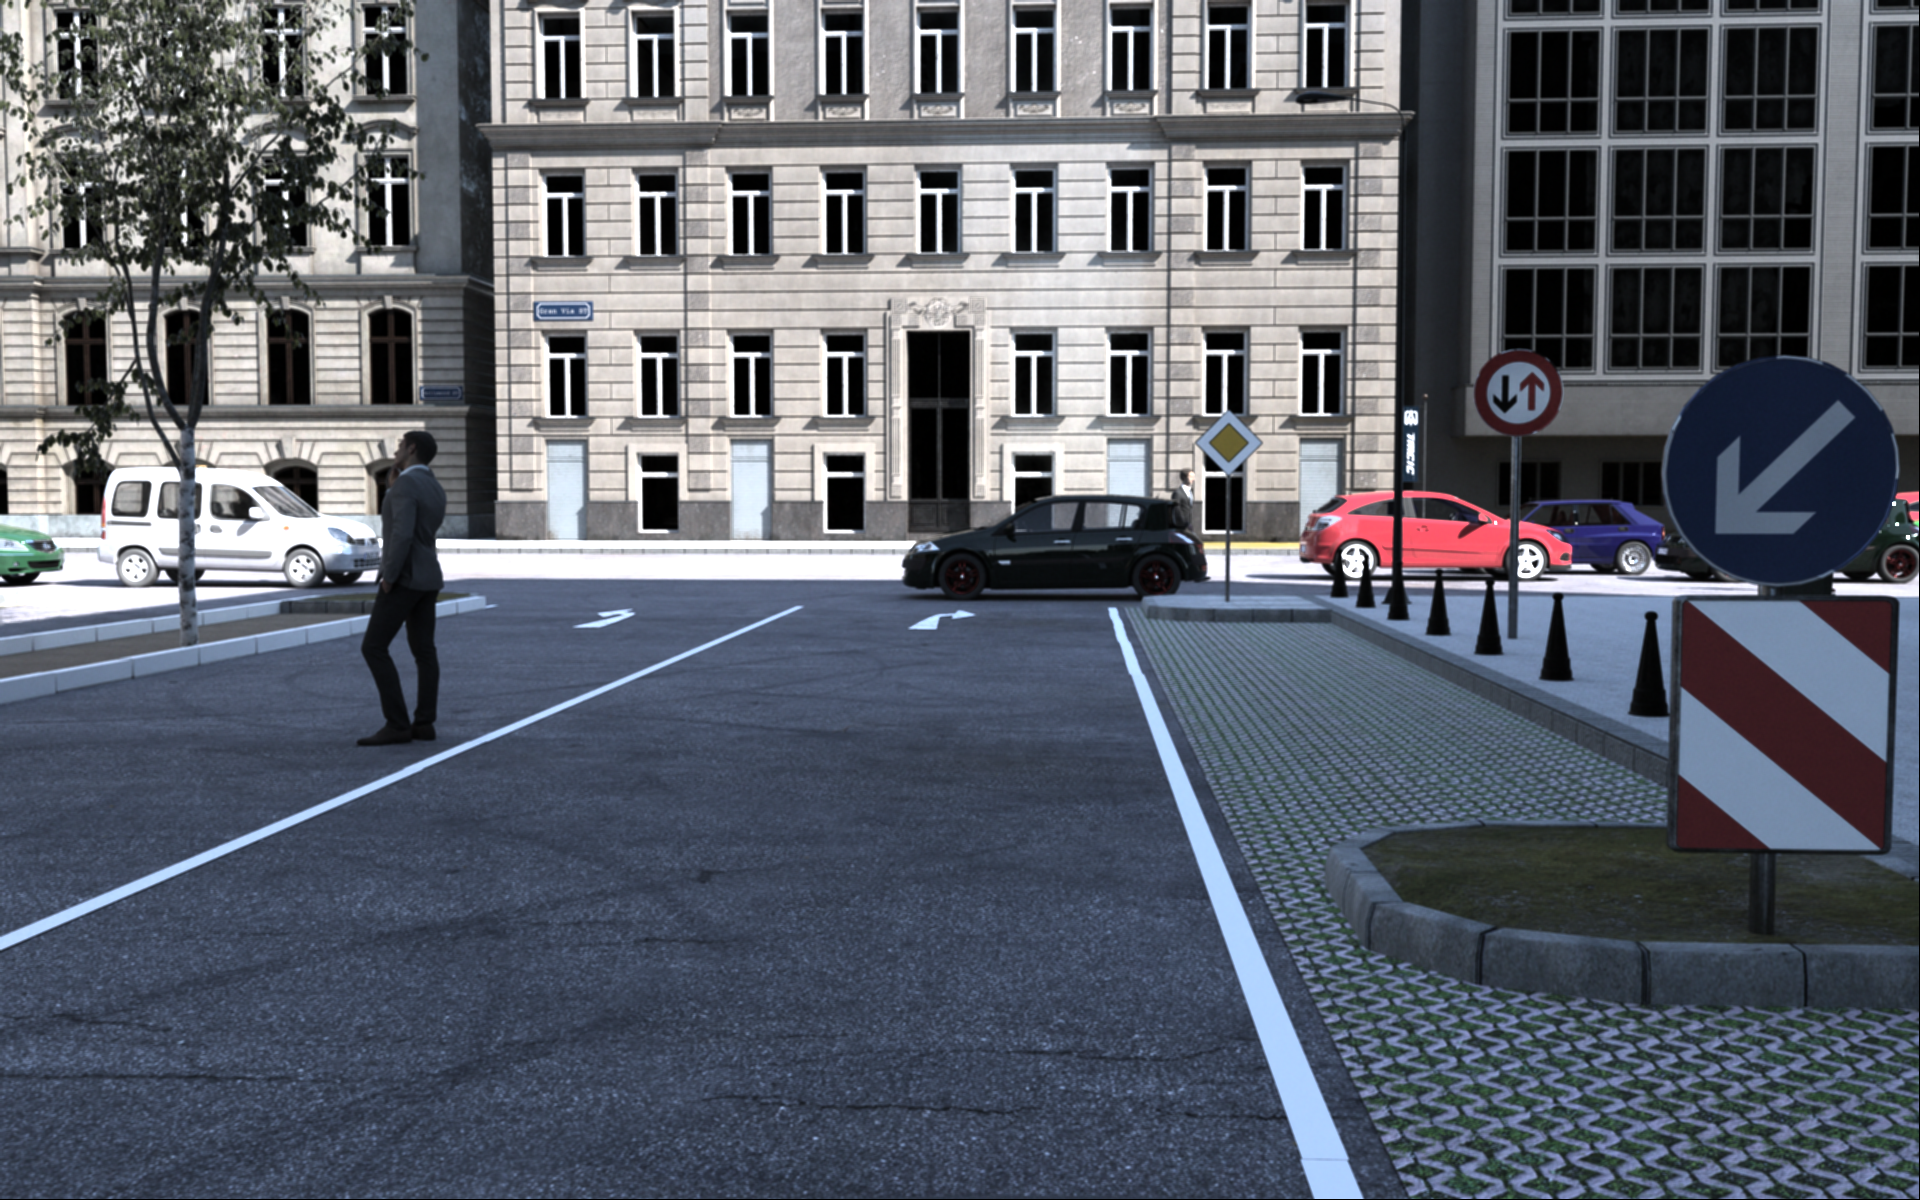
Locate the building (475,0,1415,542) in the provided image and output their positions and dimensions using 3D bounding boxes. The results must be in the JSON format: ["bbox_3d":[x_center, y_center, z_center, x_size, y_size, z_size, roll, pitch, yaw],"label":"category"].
[{"bbox_3d":[-0.232,-15.538,51.318,25.104,27.353,12.463,0,4,4],"label":"building"}]

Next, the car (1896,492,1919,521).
[{"bbox_3d":[20.409,-1.608,35.337,4.494,1.783,2.155,0,4,5],"label":"car"}]

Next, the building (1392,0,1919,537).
[{"bbox_3d":[24.405,-15.726,50.622,24.014,27.812,14.314,0,4,4],"label":"building"}]

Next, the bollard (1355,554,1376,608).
[{"bbox_3d":[4.601,-0.219,19.627,0.229,0.601,0.229,0,3,0],"label":"bollard"}]

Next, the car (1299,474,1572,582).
[{"bbox_3d":[8.021,-1.235,29.237,4.494,1.783,2.155,0,4,4],"label":"car"}]

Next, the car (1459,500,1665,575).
[{"bbox_3d":[10.619,-1.151,31.392,3.894,1.354,1.945,0,4,3],"label":"car"}]

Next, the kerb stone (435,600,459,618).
[{"bbox_3d":[-6.094,0.125,20.152,0.120,0.150,1.000,0,4,4],"label":"kerb stone"}]

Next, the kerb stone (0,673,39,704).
[{"bbox_3d":[-6.595,0.626,11.957,0.120,0.150,1.000,0,4,4],"label":"kerb stone"}]

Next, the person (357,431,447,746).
[{"bbox_3d":[-3.228,-0.083,10.042,0.473,1.802,0.592,1,4,22],"label":"person"}]

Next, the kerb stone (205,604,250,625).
[{"bbox_3d":[-8.240,0.177,19.306,0.120,0.150,1.000,0,4,4],"label":"kerb stone"}]

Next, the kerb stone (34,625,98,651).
[{"bbox_3d":[-8.440,0.365,16.234,0.120,0.150,1.000,0,4,4],"label":"kerb stone"}]

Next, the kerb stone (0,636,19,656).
[{"bbox_3d":[-8.505,0.428,15.202,0.120,0.150,1.000,0,4,4],"label":"kerb stone"}]

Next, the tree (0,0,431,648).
[{"bbox_3d":[-7.044,-3.852,15.806,4.360,8.622,3.978,0,3,0],"label":"tree"}]

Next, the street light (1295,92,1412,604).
[{"bbox_3d":[4.573,-2.911,20.139,1.470,5.913,1.316,0,4,4],"label":"street light"}]

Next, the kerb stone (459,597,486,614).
[{"bbox_3d":[-6.025,0.062,21.180,0.120,0.150,1.000,0,4,4],"label":"kerb stone"}]

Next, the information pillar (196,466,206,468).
[{"bbox_3d":[-19.727,-2.471,44.894,0.304,2.012,0.304,0,4,3],"label":"information pillar"}]

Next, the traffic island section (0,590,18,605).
[{"bbox_3d":[-13.303,0.037,21.675,2.009,0.180,2.903,0,4,4],"label":"traffic island section"}]

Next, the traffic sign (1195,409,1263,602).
[{"bbox_3d":[3.183,-1.035,20.572,0.795,2.450,0.064,0,4,4],"label":"traffic sign"}]

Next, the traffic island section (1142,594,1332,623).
[{"bbox_3d":[3.207,0.100,20.648,2.009,0.180,2.903,0,4,4],"label":"traffic island section"}]

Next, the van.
[{"bbox_3d":[-11.213,-1.231,27.131,4.112,2.044,2.013,0,4,4],"label":"van"}]

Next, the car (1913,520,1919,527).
[{"bbox_3d":[19.535,-1.442,32.376,4.718,1.807,1.959,0,4,3],"label":"car"}]

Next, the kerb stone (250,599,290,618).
[{"bbox_3d":[-8.184,0.114,20.328,0.120,0.150,1.000,0,4,4],"label":"kerb stone"}]

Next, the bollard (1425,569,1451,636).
[{"bbox_3d":[4.367,0.015,15.797,0.229,0.601,0.229,0,3,0],"label":"bollard"}]

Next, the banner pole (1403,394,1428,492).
[{"bbox_3d":[11.422,-3.265,43.397,0.863,3.779,0.401,-1,4,-18],"label":"banner pole"}]

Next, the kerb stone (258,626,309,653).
[{"bbox_3d":[-6.339,0.376,16.056,0.120,0.150,1.000,0,4,4],"label":"kerb stone"}]

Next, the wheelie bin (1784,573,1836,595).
[{"bbox_3d":[9.023,-0.653,18.583,0.980,1.594,0.693,2,4,26],"label":"wheelie bin"}]

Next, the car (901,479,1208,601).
[{"bbox_3d":[1.297,-0.865,23.937,4.222,1.686,2.009,0,4,4],"label":"car"}]

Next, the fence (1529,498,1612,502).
[{"bbox_3d":[15.378,-1.987,43.684,2.264,1.192,0.480,3,5,41],"label":"fence"}]

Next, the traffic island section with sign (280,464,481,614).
[{"bbox_3d":[-7.048,-0.819,21.522,2.006,1.907,1.989,0,4,4],"label":"traffic island section with sign"}]

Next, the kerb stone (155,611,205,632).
[{"bbox_3d":[-8.306,0.246,18.284,0.120,0.150,1.000,0,4,4],"label":"kerb stone"}]

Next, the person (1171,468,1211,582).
[{"bbox_3d":[3.690,-1.213,28.107,0.755,1.850,0.659,2,4,35],"label":"person"}]

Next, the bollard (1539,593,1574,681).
[{"bbox_3d":[4.129,0.249,11.974,0.229,0.601,0.229,0,3,0],"label":"bollard"}]

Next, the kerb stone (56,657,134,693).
[{"bbox_3d":[-6.537,0.569,12.980,0.120,0.150,1.000,0,4,4],"label":"kerb stone"}]

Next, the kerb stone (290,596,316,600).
[{"bbox_3d":[-8.121,0.052,21.351,0.120,0.150,1.000,0,4,4],"label":"kerb stone"}]

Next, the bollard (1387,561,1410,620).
[{"bbox_3d":[4.486,-0.102,17.707,0.229,0.601,0.229,0,3,0],"label":"bollard"}]

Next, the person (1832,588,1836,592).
[{"bbox_3d":[12.552,-0.981,25.366,0.655,1.722,0.431,2,4,24],"label":"person"}]

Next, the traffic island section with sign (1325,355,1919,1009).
[{"bbox_3d":[2.289,0.176,5.746,1.989,1.847,2.006,0,4,4],"label":"traffic island section with sign"}]

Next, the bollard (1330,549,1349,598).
[{"bbox_3d":[4.725,-0.337,21.553,0.229,0.601,0.229,0,3,0],"label":"bollard"}]

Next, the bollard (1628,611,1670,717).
[{"bbox_3d":[4.008,0.366,10.059,0.229,0.601,0.229,0,3,0],"label":"bollard"}]

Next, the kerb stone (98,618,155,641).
[{"bbox_3d":[-8.372,0.303,17.256,0.120,0.150,1.000,0,4,4],"label":"kerb stone"}]

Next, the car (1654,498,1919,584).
[{"bbox_3d":[13.746,-1.151,28.601,4.222,1.686,2.009,0,4,5],"label":"car"}]

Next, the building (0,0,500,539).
[{"bbox_3d":[-30.495,-14.396,54.461,34.723,24.649,14.460,0,4,4],"label":"building"}]

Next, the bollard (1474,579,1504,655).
[{"bbox_3d":[4.245,0.132,13.886,0.229,0.601,0.229,0,3,0],"label":"bollard"}]

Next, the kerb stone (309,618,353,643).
[{"bbox_3d":[-6.275,0.313,17.078,0.120,0.150,1.000,0,4,4],"label":"kerb stone"}]

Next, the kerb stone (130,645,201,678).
[{"bbox_3d":[-6.470,0.501,14.011,0.120,0.150,1.000,0,4,4],"label":"kerb stone"}]

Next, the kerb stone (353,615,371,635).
[{"bbox_3d":[-6.216,0.250,18.106,0.120,0.150,1.000,0,4,4],"label":"kerb stone"}]

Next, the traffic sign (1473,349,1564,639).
[{"bbox_3d":[4.908,-0.930,15.306,0.768,2.556,0.104,0,4,7],"label":"traffic sign"}]

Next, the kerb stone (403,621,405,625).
[{"bbox_3d":[-6.149,0.188,19.128,0.120,0.150,1.000,0,4,4],"label":"kerb stone"}]

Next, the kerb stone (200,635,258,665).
[{"bbox_3d":[-6.406,0.439,15.034,0.120,0.150,1.000,0,4,4],"label":"kerb stone"}]

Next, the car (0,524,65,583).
[{"bbox_3d":[-16.655,-0.943,27.211,4.920,1.459,2.131,0,4,4],"label":"car"}]
